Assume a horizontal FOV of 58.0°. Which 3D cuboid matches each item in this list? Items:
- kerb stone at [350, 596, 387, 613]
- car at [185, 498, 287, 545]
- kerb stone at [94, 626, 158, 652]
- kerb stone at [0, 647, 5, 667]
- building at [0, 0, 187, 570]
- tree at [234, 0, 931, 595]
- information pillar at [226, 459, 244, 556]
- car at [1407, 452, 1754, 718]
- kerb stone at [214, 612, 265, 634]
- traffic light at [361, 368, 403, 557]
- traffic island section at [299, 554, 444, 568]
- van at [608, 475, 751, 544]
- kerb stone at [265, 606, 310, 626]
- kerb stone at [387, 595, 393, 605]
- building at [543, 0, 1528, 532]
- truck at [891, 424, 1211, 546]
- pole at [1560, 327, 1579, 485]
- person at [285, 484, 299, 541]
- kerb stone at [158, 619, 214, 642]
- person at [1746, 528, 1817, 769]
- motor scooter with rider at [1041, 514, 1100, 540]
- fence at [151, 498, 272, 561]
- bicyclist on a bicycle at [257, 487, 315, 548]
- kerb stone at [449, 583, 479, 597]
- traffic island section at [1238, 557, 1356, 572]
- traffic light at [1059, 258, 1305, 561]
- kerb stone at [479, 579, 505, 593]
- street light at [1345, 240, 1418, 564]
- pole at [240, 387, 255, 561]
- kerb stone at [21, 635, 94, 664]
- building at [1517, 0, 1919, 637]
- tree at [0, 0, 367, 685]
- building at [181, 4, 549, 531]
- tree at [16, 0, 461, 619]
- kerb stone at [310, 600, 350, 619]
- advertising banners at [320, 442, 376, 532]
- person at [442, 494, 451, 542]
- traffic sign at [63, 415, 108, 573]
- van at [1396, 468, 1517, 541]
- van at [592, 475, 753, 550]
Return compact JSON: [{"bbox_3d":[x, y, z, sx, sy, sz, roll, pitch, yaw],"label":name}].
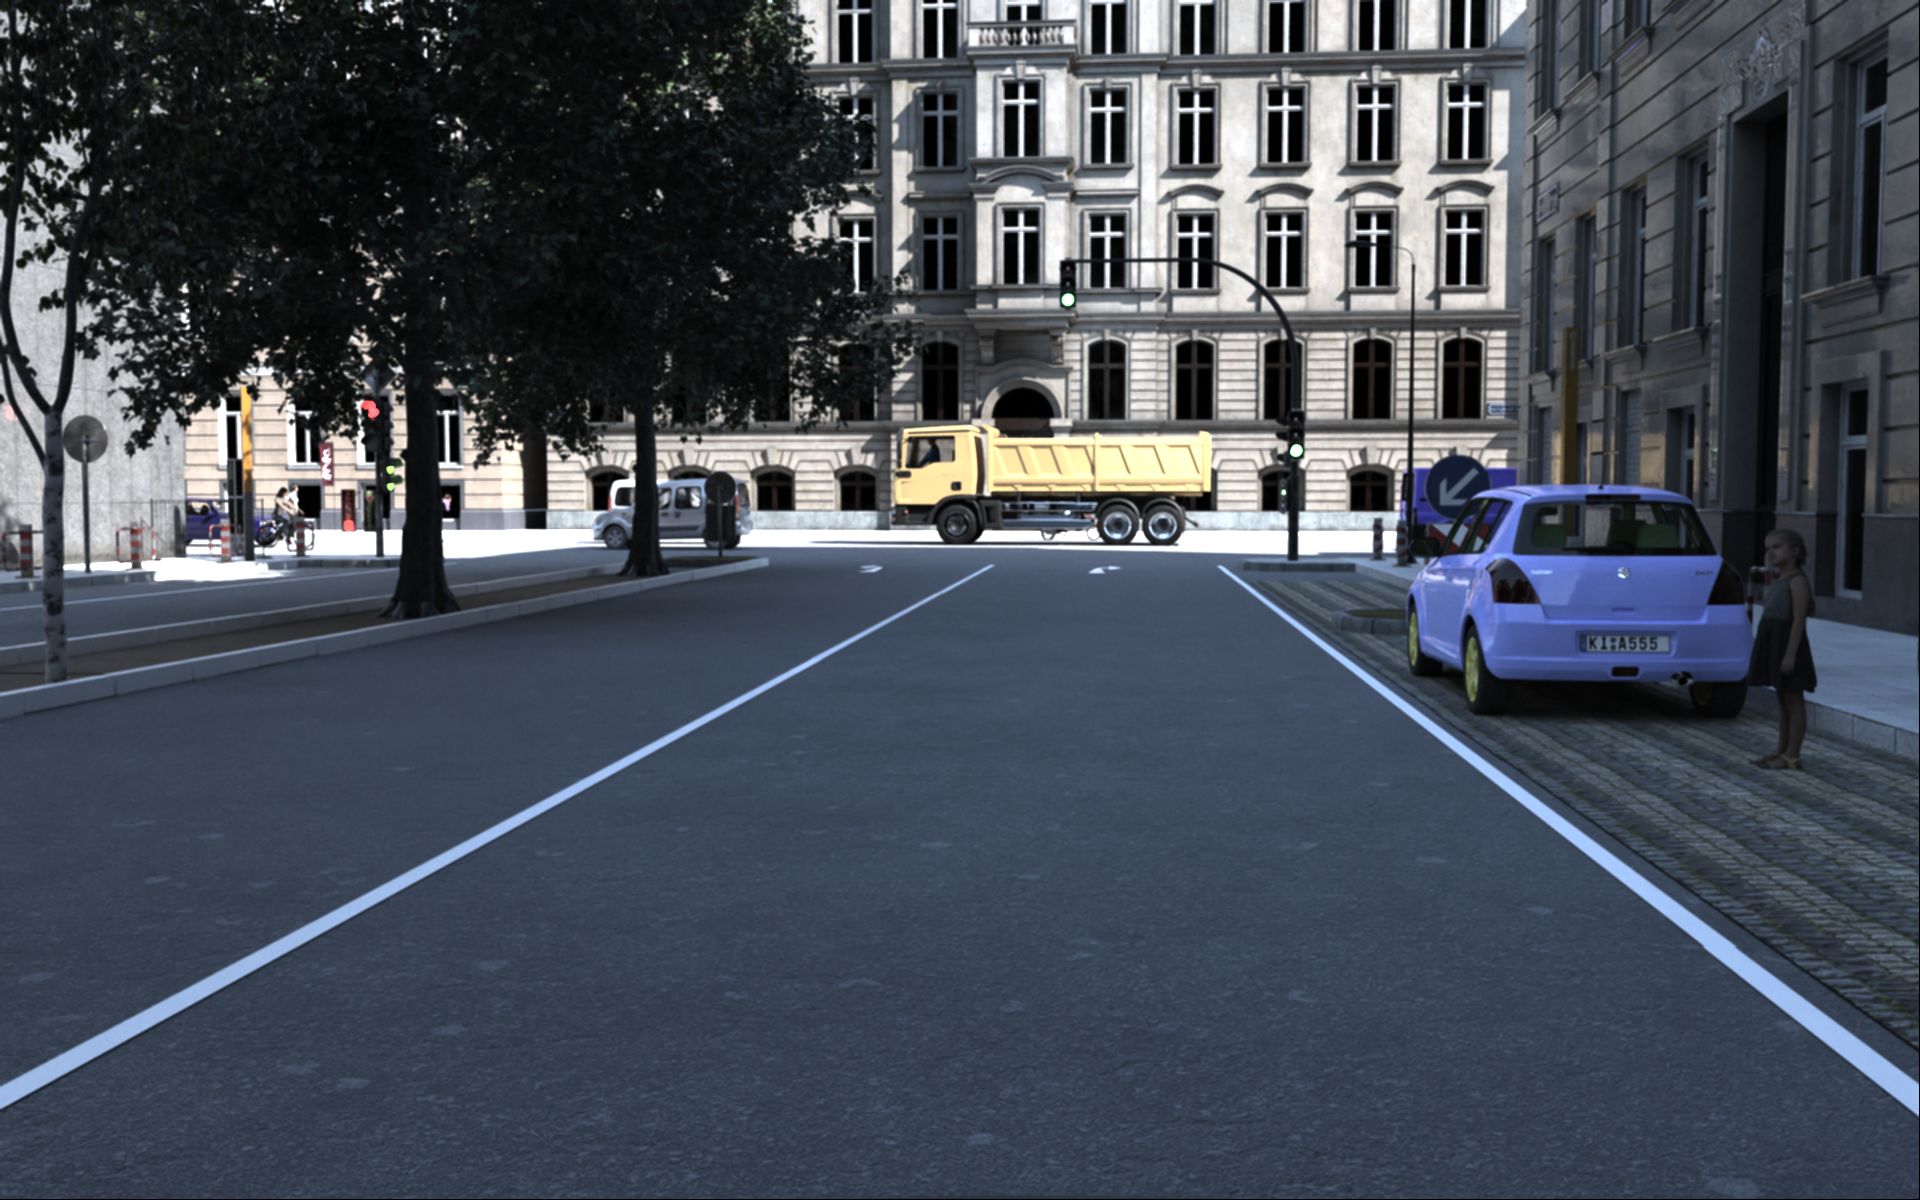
[{"bbox_3d":[-7.301,0.063,21.159,0.120,0.150,1.000,0,4,5],"label":"kerb stone"},{"bbox_3d":[-20.772,-2.167,48.017,3.894,1.354,1.945,0,4,7],"label":"car"},{"bbox_3d":[-7.787,0.376,16.042,0.120,0.150,1.000,0,4,5],"label":"kerb stone"},{"bbox_3d":[-7.986,0.501,14.002,0.120,0.150,1.000,0,4,5],"label":"kerb stone"},{"bbox_3d":[-26.096,-12.918,29.224,19.932,24.808,12.078,0,4,5],"label":"building"},{"bbox_3d":[-5.521,-6.778,30.278,9.611,12.733,9.660,0,3,0],"label":"tree"},{"bbox_3d":[-15.029,-1.931,36.065,0.304,2.012,0.304,3,5,40],"label":"information pillar"},{"bbox_3d":[4.267,-0.172,12.408,1.945,1.707,3.694,0,4,6],"label":"car"},{"bbox_3d":[-7.595,0.251,18.099,0.120,0.150,1.000,0,4,5],"label":"kerb stone"},{"bbox_3d":[-11.739,-2.818,34.989,0.839,4.253,0.868,0,4,5],"label":"traffic light"},{"bbox_3d":[-11.778,-0.786,35.127,2.009,0.180,2.903,0,4,5],"label":"traffic island section"},{"bbox_3d":[-8.101,-2.641,50.188,4.112,2.044,2.013,0,4,5],"label":"van"},{"bbox_3d":[-7.499,0.193,19.119,0.120,0.150,1.000,0,4,5],"label":"kerb stone"},{"bbox_3d":[-7.216,0.010,22.186,0.120,0.150,1.000,0,4,5],"label":"kerb stone"},{"bbox_3d":[2.673,-14.993,64.221,34.723,24.649,14.460,0,4,5],"label":"building"},{"bbox_3d":[2.141,-3.262,49.255,9.791,3.379,3.469,0,4,6],"label":"truck"},{"bbox_3d":[7.494,-1.682,21.340,0.158,3.312,0.155,0,3,0],"label":"pole"},{"bbox_3d":[-20.630,-2.708,53.503,0.376,1.734,0.841,0,4,-8],"label":"person"},{"bbox_3d":[-7.698,0.313,17.073,0.120,0.150,1.000,0,4,5],"label":"kerb stone"},{"bbox_3d":[4.258,0.256,8.986,0.373,1.253,0.362,0,4,6],"label":"person"},{"bbox_3d":[3.396,-2.740,53.770,1.986,1.779,0.876,0,4,4],"label":"motor scooter with rider"},{"bbox_3d":[-14.690,-1.386,33.868,2.264,1.192,0.480,-3,5,-42],"label":"fence"},{"bbox_3d":[-17.870,-2.194,45.893,1.625,1.676,1.499,0,4,7],"label":"bicyclist on a bicycle"},{"bbox_3d":[-7.013,-0.122,24.231,0.120,0.150,1.000,0,4,5],"label":"kerb stone"},{"bbox_3d":[6.431,-0.680,33.397,2.009,0.180,2.903,0,4,5],"label":"traffic island section"},{"bbox_3d":[4.301,-3.589,33.343,4.771,5.953,1.251,0,4,5],"label":"traffic light"},{"bbox_3d":[-6.915,-0.181,25.251,0.120,0.150,1.000,0,4,5],"label":"kerb stone"},{"bbox_3d":[7.746,-3.627,31.847,1.470,5.913,1.316,0,4,5],"label":"street light"},{"bbox_3d":[-13.586,-2.396,33.017,0.158,3.312,0.155,0,3,0],"label":"pole"},{"bbox_3d":[-7.885,0.439,15.022,0.120,0.150,1.000,0,4,5],"label":"kerb stone"},{"bbox_3d":[14.625,-13.531,18.498,12.463,27.353,25.104,0,4,5],"label":"building"},{"bbox_3d":[-6.627,-3.663,12.704,4.360,8.622,3.978,0,3,0],"label":"tree"},{"bbox_3d":[-24.910,-17.155,66.381,20.117,28.700,13.634,0,4,5],"label":"building"},{"bbox_3d":[-6.251,-6.147,19.967,9.611,12.733,9.660,0,3,0],"label":"tree"},{"bbox_3d":[-7.401,0.126,20.139,0.120,0.150,1.000,0,4,5],"label":"kerb stone"},{"bbox_3d":[-20.552,-3.796,58.251,2.074,3.025,0.090,0,4,5],"label":"advertising banners"},{"bbox_3d":[-15.448,-2.440,51.633,0.421,1.427,0.697,2,4,31],"label":"person"},{"bbox_3d":[-14.148,-1.707,28.020,0.768,2.556,0.104,0,4,6],"label":"traffic sign"},{"bbox_3d":[12.949,-2.198,40.319,5.245,2.365,2.240,0,4,4],"label":"van"},{"bbox_3d":[-7.536,-2.341,45.284,4.112,2.044,2.013,0,4,6],"label":"van"}]
